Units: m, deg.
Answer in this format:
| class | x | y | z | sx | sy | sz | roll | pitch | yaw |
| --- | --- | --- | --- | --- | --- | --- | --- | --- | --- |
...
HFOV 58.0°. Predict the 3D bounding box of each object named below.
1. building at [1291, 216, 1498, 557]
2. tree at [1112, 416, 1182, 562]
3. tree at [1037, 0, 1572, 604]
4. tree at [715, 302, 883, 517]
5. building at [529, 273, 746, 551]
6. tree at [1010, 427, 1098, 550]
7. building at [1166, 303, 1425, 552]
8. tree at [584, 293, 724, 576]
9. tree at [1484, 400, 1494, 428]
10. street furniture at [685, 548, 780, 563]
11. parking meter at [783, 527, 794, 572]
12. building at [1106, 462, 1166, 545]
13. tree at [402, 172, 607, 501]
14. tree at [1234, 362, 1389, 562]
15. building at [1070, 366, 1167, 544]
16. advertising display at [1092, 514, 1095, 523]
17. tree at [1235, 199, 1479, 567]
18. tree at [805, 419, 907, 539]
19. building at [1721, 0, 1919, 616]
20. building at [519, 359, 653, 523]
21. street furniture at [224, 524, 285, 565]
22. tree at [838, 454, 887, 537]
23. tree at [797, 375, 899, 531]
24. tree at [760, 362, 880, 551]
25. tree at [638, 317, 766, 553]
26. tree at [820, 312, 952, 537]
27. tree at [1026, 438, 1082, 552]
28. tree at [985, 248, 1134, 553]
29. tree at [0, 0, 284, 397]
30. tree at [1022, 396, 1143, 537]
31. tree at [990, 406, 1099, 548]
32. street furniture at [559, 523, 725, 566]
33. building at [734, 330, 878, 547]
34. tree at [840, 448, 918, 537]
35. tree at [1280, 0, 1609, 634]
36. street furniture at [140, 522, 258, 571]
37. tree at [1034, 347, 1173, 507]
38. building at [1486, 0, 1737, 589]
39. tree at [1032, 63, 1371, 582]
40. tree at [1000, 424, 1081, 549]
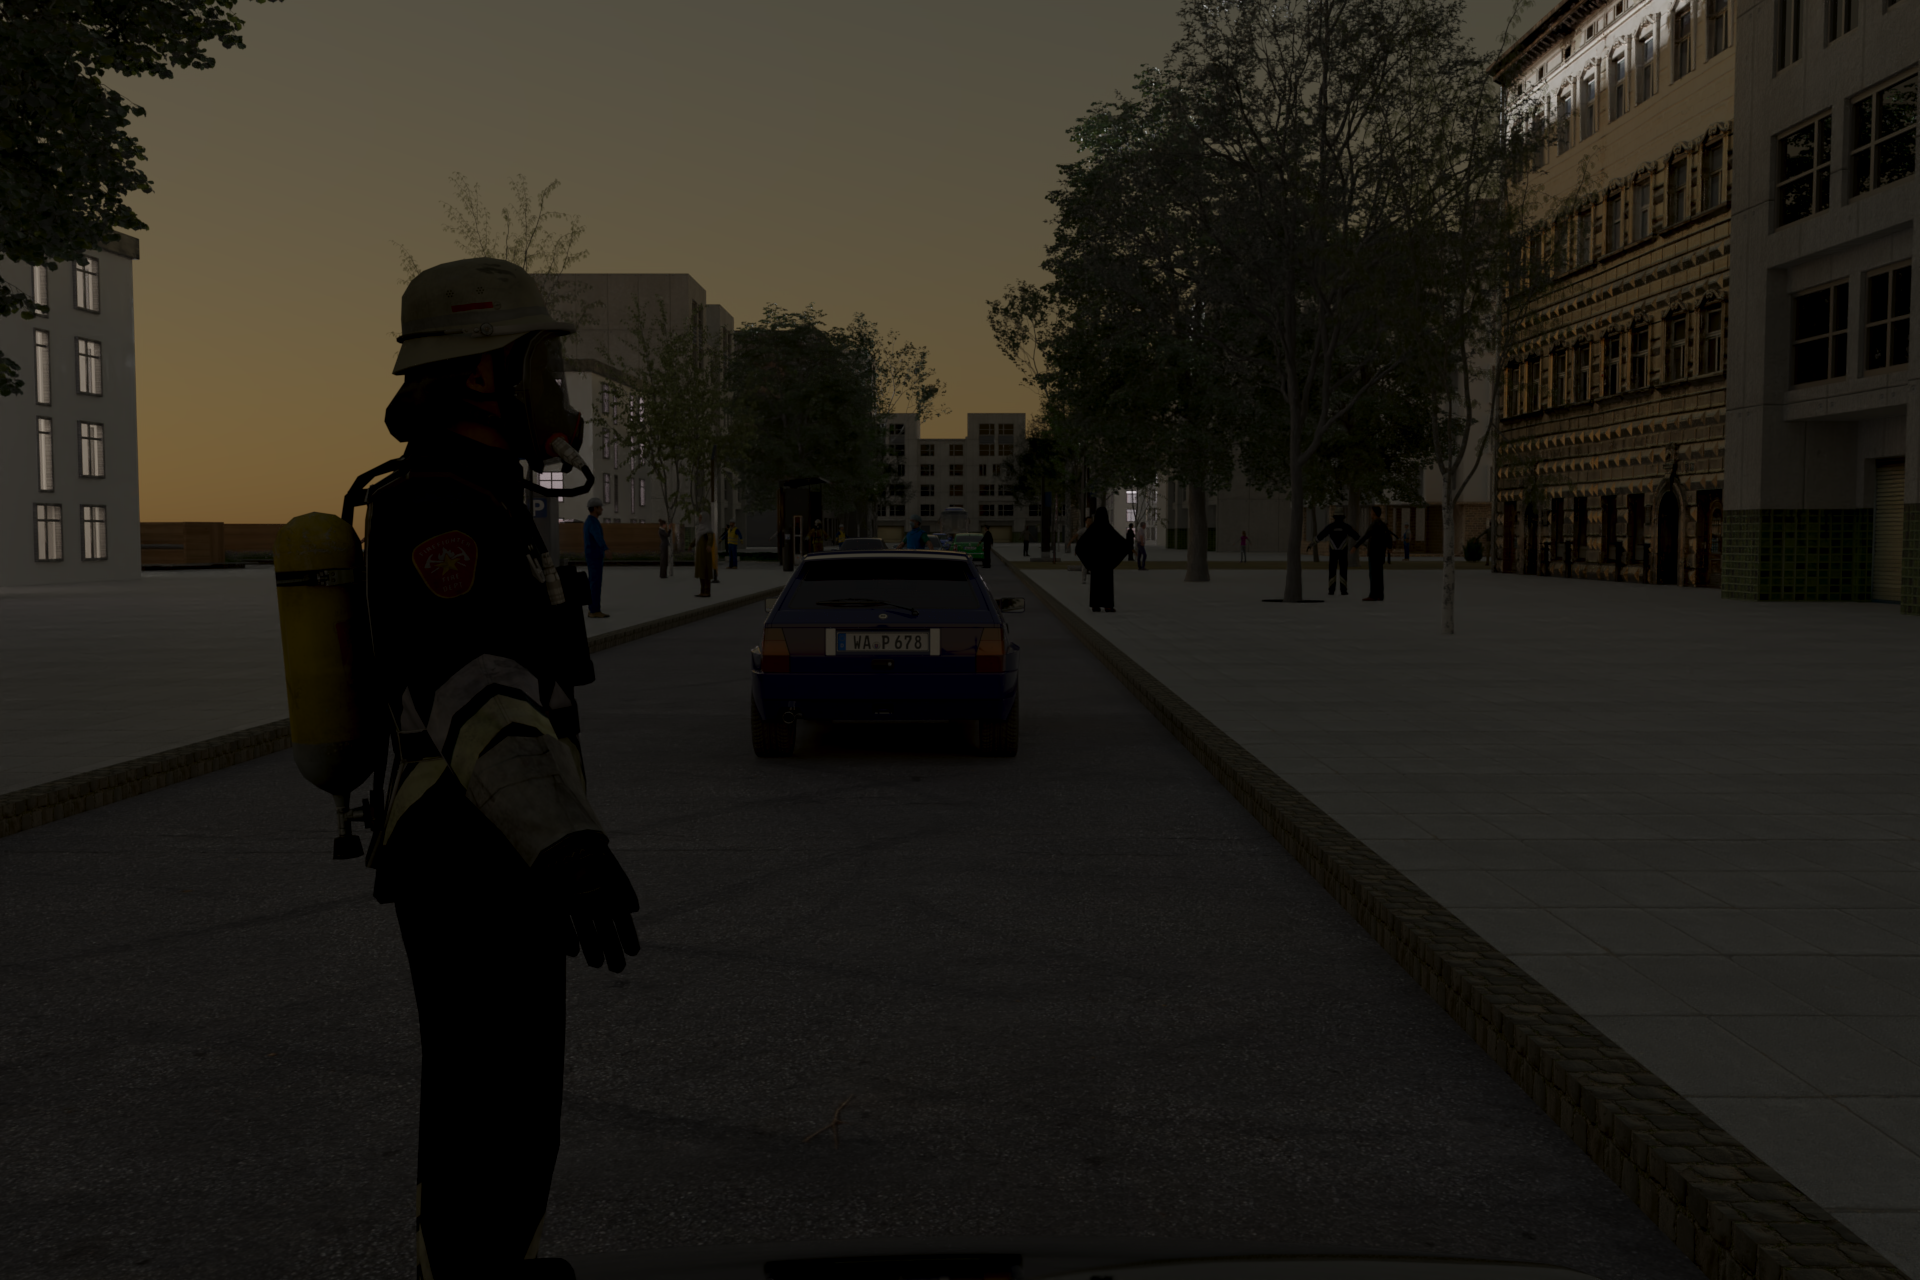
| class | x | y | z | sx | sy | sz | roll | pitch | yaw |
| --- | --- | --- | --- | --- | --- | --- | --- | --- | --- |
| building | 26.365 | -15.502 | 109.878 | 16.016 | 20.090 | 11.380 | 0 | 4 | 0 |
| tree | 7.978 | -7.893 | 79.420 | 4.360 | 8.622 | 3.978 | 0 | 3 | 0 |
| tree | 6.407 | -7.446 | 32.120 | 12.009 | 13.543 | 11.850 | 0 | 3 | 0 |
| tree | -8.831 | -11.452 | 93.892 | 9.857 | 13.997 | 8.962 | 0 | 3 | 0 |
| building | -26.800 | -16.330 | 133.449 | 16.747 | 18.905 | 31.486 | 0 | 4 | 0 |
| tree | 7.530 | -12.281 | 135.199 | 7.601 | 10.594 | 8.767 | -1 | 4 | -19 |
| building | 26.376 | -16.489 | 136.052 | 16.747 | 18.905 | 31.486 | 0 | 4 | 0 |
| tree | -8.942 | -6.236 | 52.326 | 4.737 | 8.622 | 4.395 | 0 | 3 | 0 |
| tree | 28.901 | -10.273 | 78.332 | 12.009 | 13.543 | 11.850 | 0 | 3 | 0 |
| street furniture | -9.750 | -3.949 | 80.191 | 10.072 | 0.657 | 5.734 | 0 | 4 | -5 |
| parking meter | -5.880 | -3.112 | 59.294 | 0.372 | 1.533 | 0.369 | 0 | 3 | 0 |
| building | 23.126 | -16.381 | 209.974 | 9.099 | 9.664 | 28.070 | 0 | 4 | 1 |
| tree | -8.659 | -5.166 | 34.828 | 4.360 | 8.622 | 3.978 | 0 | 3 | 0 |
| tree | 15.988 | -8.847 | 79.056 | 7.601 | 10.594 | 8.767 | 1 | 4 | 14 |
| building | 24.676 | -24.572 | 232.672 | 19.493 | 23.208 | 18.063 | 0 | 4 | 0 |
| advertising display | 4.398 | -3.145 | 56.631 | 0.123 | 1.923 | 0.974 | 0 | 4 | 0 |
| tree | 15.405 | -9.840 | 67.546 | 9.857 | 13.997 | 8.962 | 0 | 3 | 0 |
| tree | -8.371 | -11.821 | 127.692 | 8.767 | 10.594 | 7.601 | -2 | 4 | -28 |
| building | 23.265 | -9.271 | 18.045 | 16.747 | 18.905 | 31.486 | 0 | 4 | 1 |
| building | -21.726 | -9.481 | 97.160 | 9.099 | 9.664 | 28.070 | 0 | 4 | 1 |
| street furniture | -31.534 | -4.170 | 75.037 | 9.812 | 1.723 | 11.010 | 0 | 4 | -2 |
| tree | -8.176 | -11.311 | 135.297 | 4.360 | 8.622 | 3.978 | 0 | 3 | 0 |
| tree | -7.830 | -11.530 | 114.273 | 9.928 | 11.665 | 9.643 | 0 | 3 | 0 |
| tree | -8.555 | -10.948 | 104.757 | 9.928 | 11.665 | 9.643 | 0 | 3 | 0 |
| tree | -8.868 | -6.691 | 59.766 | 4.737 | 8.622 | 4.395 | 0 | 3 | 0 |
| tree | -7.055 | -17.749 | 146.089 | 12.611 | 20.169 | 13.585 | 0 | 3 | 0 |
| tree | 7.032 | -10.677 | 124.931 | 4.737 | 8.622 | 4.395 | 0 | 3 | 0 |
| tree | 8.340 | -15.801 | 114.233 | 12.611 | 20.169 | 13.585 | 0 | 3 | 0 |
| tree | -9.507 | -6.497 | 12.878 | 9.857 | 13.997 | 8.962 | 0 | 3 | 0 |
| tree | 7.444 | -10.282 | 102.516 | 8.767 | 10.594 | 7.601 | 2 | 4 | 33 |
| tree | 8.010 | -15.260 | 159.866 | 12.009 | 13.543 | 11.850 | 0 | 3 | 0 |
| street furniture | -13.053 | -3.909 | 70.774 | 11.010 | 1.723 | 9.812 | 0 | 4 | -2 |
| building | -24.122 | -21.168 | 190.068 | 27.936 | 21.610 | 32.646 | 0 | 4 | 1 |
| tree | -8.139 | -14.218 | 166.882 | 8.767 | 10.594 | 7.601 | -2 | 4 | -27 |
| tree | 6.376 | -4.392 | 22.179 | 4.360 | 8.622 | 3.978 | 0 | 3 | 0 |
| street furniture | -30.678 | -3.500 | 64.072 | 11.010 | 1.723 | 9.812 | 1 | 4 | 20 |
| tree | 7.404 | -9.961 | 88.618 | 9.928 | 11.665 | 9.643 | 0 | 3 | 0 |
| building | 26.789 | -13.245 | 47.486 | 19.493 | 23.208 | 18.063 | 0 | 4 | 0 |
| tree | 6.382 | -8.558 | 46.574 | 9.857 | 13.997 | 8.962 | 0 | 3 | 0 |
| tree | 7.290 | -13.019 | 147.279 | 7.601 | 10.594 | 8.767 | 1 | 4 | 23 |
